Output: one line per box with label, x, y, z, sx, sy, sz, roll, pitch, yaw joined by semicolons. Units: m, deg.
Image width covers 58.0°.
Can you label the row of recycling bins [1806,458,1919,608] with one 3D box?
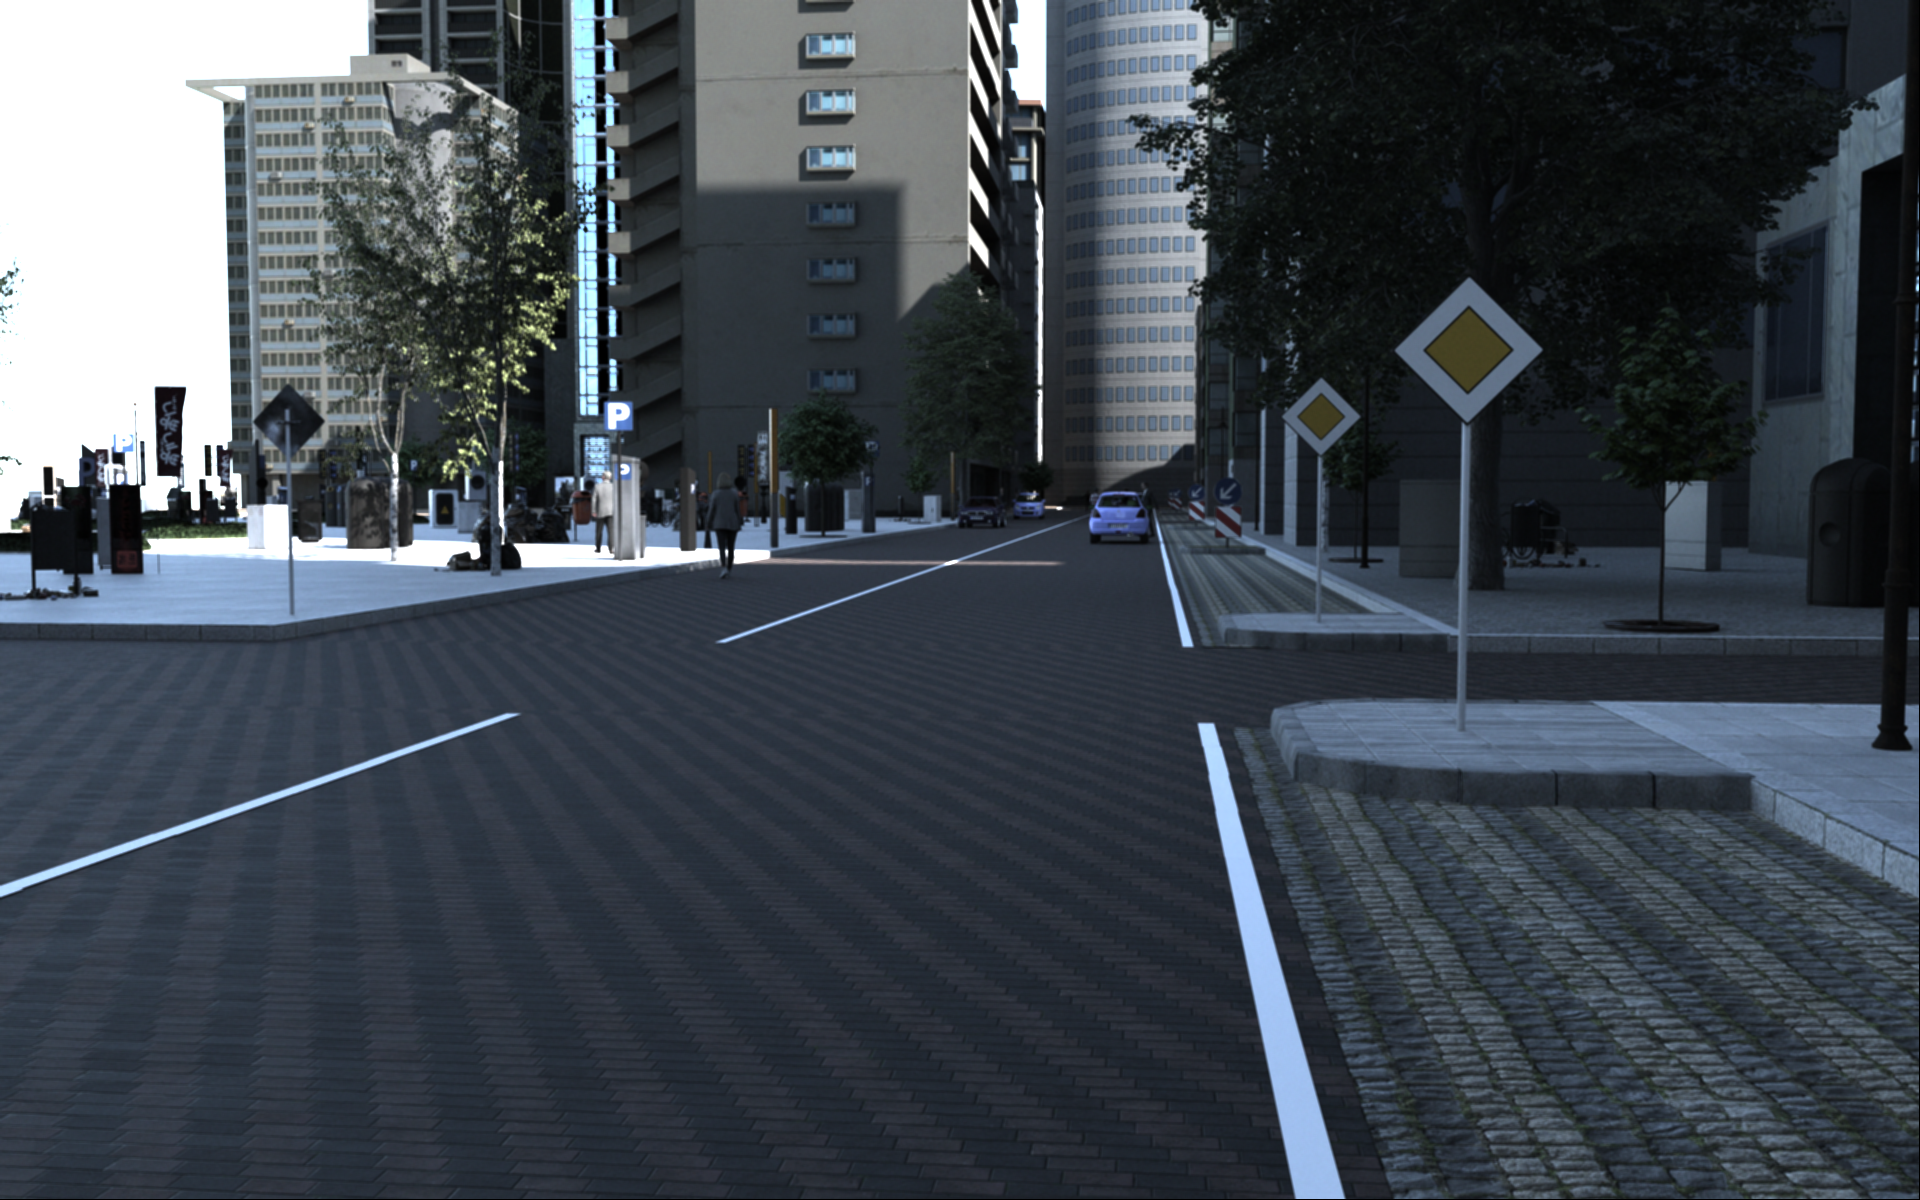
row of recycling bins;11.604;-0.786;19.958;3.534;1.692;1.069;0;4;-4

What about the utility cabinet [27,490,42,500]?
utility cabinet;-49.471;-5.146;92.823;1.173;1.500;0.318;2;4;27

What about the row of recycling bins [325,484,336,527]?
row of recycling bins;-23.679;-3.682;67.311;1.069;1.692;3.534;-3;5;-40

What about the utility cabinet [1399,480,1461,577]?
utility cabinet;7.395;-1.102;26.696;1.173;1.500;0.318;1;4;20

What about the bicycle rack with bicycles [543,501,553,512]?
bicycle rack with bicycles;-20.679;-4.869;92.995;2.852;0.926;2.925;-3;5;-42

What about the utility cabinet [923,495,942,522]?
utility cabinet;-1.265;-4.161;79.186;0.306;1.237;1.020;-3;4;-37

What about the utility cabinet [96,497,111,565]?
utility cabinet;-15.596;-1.256;31.695;0.306;1.237;1.020;-2;4;-23

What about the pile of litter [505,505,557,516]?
pile of litter;-12.775;-2.360;52.558;1.176;0.858;1.719;2;4;28

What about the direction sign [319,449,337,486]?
direction sign;-31.919;-5.842;87.507;0.876;3.537;0.379;0;4;2

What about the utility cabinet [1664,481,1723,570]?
utility cabinet;12.391;-1.261;29.289;0.318;1.500;1.173;-1;4;-13

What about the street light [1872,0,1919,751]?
street light;4.703;-2.188;8.562;0.468;5.910;1.993;0;4;6

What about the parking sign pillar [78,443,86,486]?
parking sign pillar;-45.952;-6.310;91.644;1.447;3.967;1.447;1;4;12

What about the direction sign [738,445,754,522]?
direction sign;-9.815;-5.362;79.668;0.876;3.537;0.379;1;4;19

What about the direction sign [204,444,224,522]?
direction sign;-33.861;-5.302;78.684;0.876;3.537;0.379;-3;5;-42

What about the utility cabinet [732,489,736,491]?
utility cabinet;-8.927;-3.624;67.938;0.318;1.500;1.173;-1;4;-9

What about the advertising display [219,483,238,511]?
advertising display;-41.172;-5.646;97.524;0.974;1.923;0.123;-1;4;-19

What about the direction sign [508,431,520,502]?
direction sign;-16.090;-4.315;62.540;0.379;3.537;0.876;-3;4;-38

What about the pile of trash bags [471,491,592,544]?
pile of trash bags;-11.109;-2.209;45.877;1.912;1.369;3.447;3;4;36

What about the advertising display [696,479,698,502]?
advertising display;-11.345;-4.158;73.204;0.123;1.923;0.974;1;4;20

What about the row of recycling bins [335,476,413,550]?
row of recycling bins;-13.901;-2.114;41.673;1.069;1.692;3.534;0;4;-4

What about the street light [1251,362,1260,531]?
street light;10.414;-5.373;60.642;0.468;5.910;1.993;0;4;6

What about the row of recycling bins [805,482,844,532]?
row of recycling bins;-4.702;-3.283;60.785;1.069;1.692;3.534;0;4;7

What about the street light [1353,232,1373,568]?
street light;7.013;-3.490;29.855;0.468;5.910;1.993;0;4;6

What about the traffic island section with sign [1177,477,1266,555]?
traffic island section with sign;6.317;-2.026;41.749;1.989;1.847;2.006;0;4;6

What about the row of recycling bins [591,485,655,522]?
row of recycling bins;-15.824;-4.560;81.666;1.069;1.692;3.534;3;5;41

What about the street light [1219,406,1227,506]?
street light;13.775;-7.228;90.971;0.468;5.910;1.993;0;4;6

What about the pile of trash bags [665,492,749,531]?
pile of trash bags;-8.513;-3.136;61.021;1.912;1.369;3.447;2;4;26

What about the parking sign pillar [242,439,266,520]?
parking sign pillar;-34.956;-5.973;86.131;1.447;3.967;1.447;-3;4;-38

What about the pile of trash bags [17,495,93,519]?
pile of trash bags;-42.137;-4.340;80.709;3.447;1.369;1.912;0;4;1

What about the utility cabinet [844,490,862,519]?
utility cabinet;-5.345;-4.771;86.676;1.173;1.500;0.318;-2;4;-24

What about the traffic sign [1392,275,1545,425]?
traffic sign;2.727;-0.434;9.279;0.795;2.593;0.064;0;4;6

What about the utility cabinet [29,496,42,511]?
utility cabinet;-38.647;-3.773;72.845;0.306;1.237;1.020;1;4;10

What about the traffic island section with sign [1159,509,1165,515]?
traffic island section with sign;14.838;-6.773;119.366;1.989;1.847;2.006;0;4;6

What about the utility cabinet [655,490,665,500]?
utility cabinet;-15.382;-4.846;87.914;0.318;1.500;1.173;-3;4;-37

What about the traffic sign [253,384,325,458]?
traffic sign;-7.130;-0.992;18.410;0.795;2.593;0.064;0;4;6

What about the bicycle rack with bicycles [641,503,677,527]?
bicycle rack with bicycles;-12.085;-3.366;68.416;2.852;0.926;2.925;-3;4;-39

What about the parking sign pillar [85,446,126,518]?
parking sign pillar;-38.561;-5.530;78.884;1.447;3.967;1.447;1;4;11

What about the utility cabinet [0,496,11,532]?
utility cabinet;-32.449;-2.907;58.693;0.306;1.237;1.020;-1;4;-18

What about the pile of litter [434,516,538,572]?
pile of litter;-8.178;-0.945;29.412;1.719;0.858;1.176;-3;5;-43

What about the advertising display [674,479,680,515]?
advertising display;-12.043;-4.313;75.724;0.974;1.923;0.123;2;4;25

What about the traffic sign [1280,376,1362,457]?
traffic sign;3.598;-0.919;17.217;0.795;2.593;0.064;0;4;6

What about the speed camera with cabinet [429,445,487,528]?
speed camera with cabinet;-19.088;-4.371;65.806;2.038;3.252;0.660;-2;4;-30

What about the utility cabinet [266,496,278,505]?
utility cabinet;-25.567;-3.287;64.903;0.306;1.237;1.020;1;4;12

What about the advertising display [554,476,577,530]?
advertising display;-14.069;-3.461;61.799;0.974;1.923;0.123;2;4;28

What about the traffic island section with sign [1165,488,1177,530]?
traffic island section with sign;9.336;-3.710;69.279;1.989;1.847;2.006;0;4;6

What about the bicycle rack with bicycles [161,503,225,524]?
bicycle rack with bicycles;-32.443;-3.695;73.790;2.852;0.926;2.925;1;4;20

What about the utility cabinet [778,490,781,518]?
utility cabinet;-9.832;-5.138;92.680;0.318;1.500;1.173;-1;4;-15

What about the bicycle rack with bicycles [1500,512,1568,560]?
bicycle rack with bicycles;10.960;-1.325;35.046;2.852;0.926;2.925;-1;4;-9
